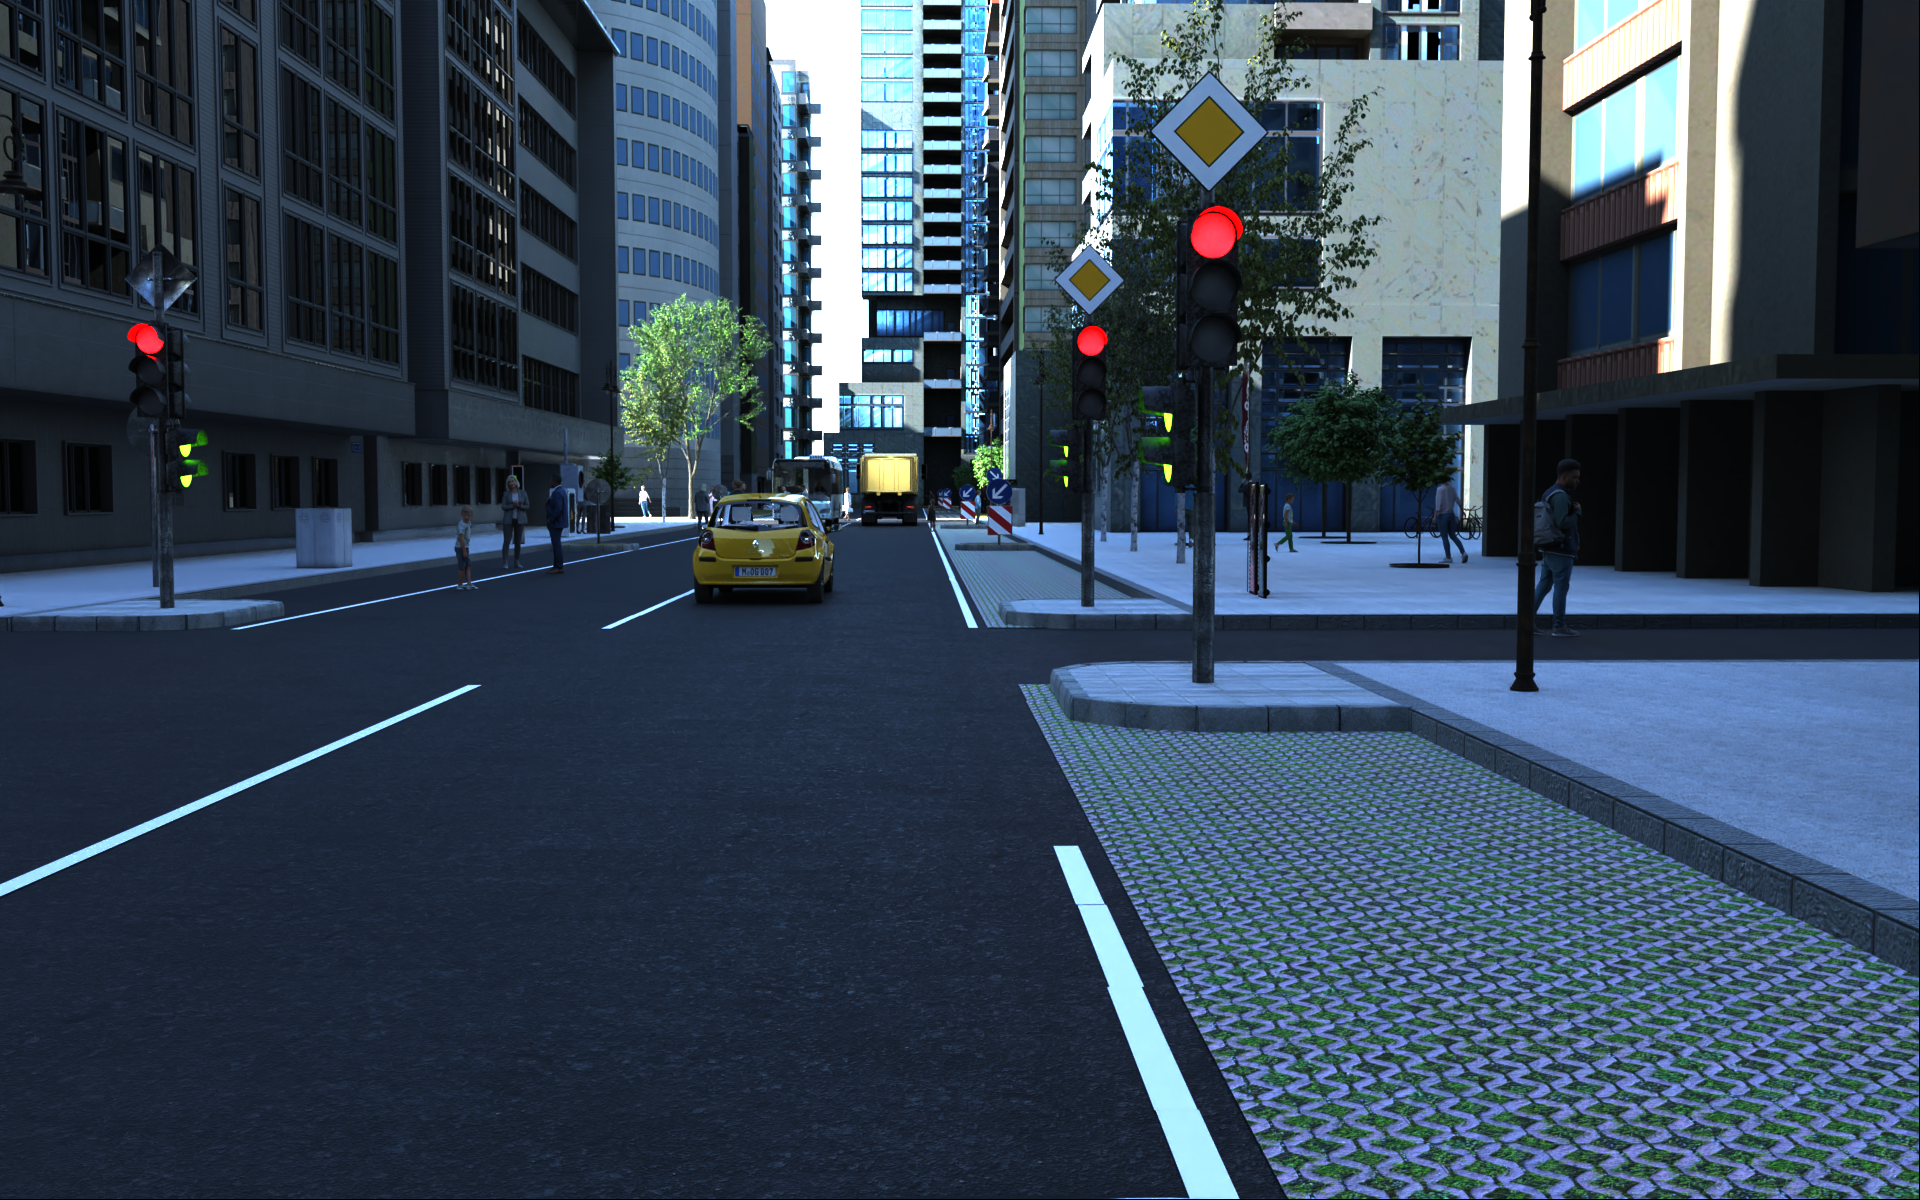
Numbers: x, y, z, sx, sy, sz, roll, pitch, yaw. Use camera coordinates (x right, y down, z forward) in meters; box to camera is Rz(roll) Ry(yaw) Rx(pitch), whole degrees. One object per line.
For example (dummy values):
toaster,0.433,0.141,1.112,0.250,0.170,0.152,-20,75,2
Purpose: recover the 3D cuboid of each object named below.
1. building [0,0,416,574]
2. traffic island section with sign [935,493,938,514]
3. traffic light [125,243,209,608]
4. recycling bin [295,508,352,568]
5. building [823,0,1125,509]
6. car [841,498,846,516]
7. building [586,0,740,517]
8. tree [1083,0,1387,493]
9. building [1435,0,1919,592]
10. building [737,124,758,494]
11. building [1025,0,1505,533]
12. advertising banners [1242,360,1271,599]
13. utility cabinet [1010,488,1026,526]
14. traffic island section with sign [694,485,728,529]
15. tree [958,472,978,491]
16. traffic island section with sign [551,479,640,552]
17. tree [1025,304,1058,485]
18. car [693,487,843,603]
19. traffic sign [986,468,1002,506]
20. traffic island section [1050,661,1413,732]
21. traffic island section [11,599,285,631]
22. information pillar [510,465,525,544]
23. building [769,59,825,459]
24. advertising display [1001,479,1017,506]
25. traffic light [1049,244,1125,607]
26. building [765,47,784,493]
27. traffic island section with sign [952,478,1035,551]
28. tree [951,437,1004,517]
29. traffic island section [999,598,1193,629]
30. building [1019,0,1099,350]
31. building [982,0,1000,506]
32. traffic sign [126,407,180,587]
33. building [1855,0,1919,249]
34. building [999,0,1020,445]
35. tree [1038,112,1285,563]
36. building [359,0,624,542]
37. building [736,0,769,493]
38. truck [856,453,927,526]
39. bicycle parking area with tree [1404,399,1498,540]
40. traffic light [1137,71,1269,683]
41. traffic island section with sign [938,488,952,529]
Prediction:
building,-20.899,-14.644,32.944,14.314,27.812,24.014,0,4,-1
traffic island section with sign,-1.030,-6.904,121.513,1.989,1.847,2.006,0,4,-1
traffic light,-8.917,-1.864,19.403,0.839,4.253,0.868,0,4,-1
recycling bin,-11.100,-1.081,30.233,0.722,1.027,0.722,0,4,5
building,0.945,-53.656,189.949,31.000,86.520,22.319,0,4,-1
car,-8.361,-6.217,113.657,2.014,1.417,4.499,0,4,-1
building,-25.792,-34.575,107.294,21.231,58.520,28.212,0,4,-1
tree,3.955,-4.599,25.564,4.737,8.622,4.395,0,3,0
building,24.221,-23.030,31.172,28.867,44.769,22.147,0,4,-1
building,-22.893,-21.874,129.348,14.160,30.474,14.107,0,4,-1
building,13.773,-46.357,70.607,22.319,86.520,31.000,0,4,-1
advertising banners,3.767,-1.586,22.118,0.090,3.025,2.074,0,4,1
utility cabinet,2.273,-3.650,68.361,0.318,1.500,1.173,-1,4,-14
traffic island section with sign,-9.930,-3.866,71.831,1.989,1.847,2.006,0,4,-1
tree,0.872,-9.590,151.393,1.663,3.219,1.824,0,3,0
traffic island section with sign,-9.246,-2.172,44.140,1.989,1.847,2.006,0,4,-1
tree,3.861,-5.906,46.920,4.737,8.622,4.395,0,3,0
car,-2.673,-0.854,24.179,2.015,1.641,3.980,0,4,-1
traffic sign,1.658,-5.099,83.475,0.768,2.556,0.104,0,4,2
traffic island section,1.679,0.641,11.807,2.009,0.180,2.903,0,4,-1
traffic island section,-8.957,0.168,19.536,2.009,0.180,2.903,0,4,-1
information pillar,-11.352,-2.443,44.440,0.304,2.012,0.304,-1,4,-21
building,-30.184,-34.918,190.518,30.456,49.044,23.786,0,4,-1
advertising display,2.077,-4.325,75.925,0.974,1.923,0.123,-2,4,-33
traffic light,1.441,-1.881,19.674,0.839,4.253,0.868,0,4,-1
building,-23.728,-29.212,161.204,14.086,41.232,14.154,0,4,-1
traffic island section with sign,0.873,-2.187,44.381,1.989,1.847,2.006,0,4,-1
tree,2.205,-7.063,99.189,4.285,4.588,4.351,0,3,0
traffic island section,1.481,0.152,19.789,2.009,0.180,2.903,0,4,-1
building,10.696,-26.109,110.473,14.154,41.232,14.086,0,4,-1
building,13.243,-30.508,153.438,22.147,44.769,28.867,0,4,-1
traffic sign,-11.092,-1.450,23.818,0.768,2.556,0.104,0,4,3
building,12.259,-21.516,1.897,14.600,45.320,14.200,0,4,-1
building,14.076,-30.853,128.149,21.300,48.544,21.600,0,4,-1
tree,3.899,-4.992,31.986,4.360,8.622,3.978,0,3,0
building,-21.331,-14.744,60.128,14.314,24.678,30.058,0,4,-1
building,-23.449,-30.173,143.435,14.600,45.320,14.200,0,4,-1
truck,-3.265,-5.226,81.369,3.469,3.379,9.791,0,4,-1
bicycle parking area with tree,17.999,-3.831,49.636,9.016,4.147,8.231,-2,4,-27
traffic light,1.639,-1.393,11.692,0.839,4.253,0.868,0,4,-1
traffic island section with sign,0.189,-3.857,71.686,1.989,1.847,2.006,0,4,-1
